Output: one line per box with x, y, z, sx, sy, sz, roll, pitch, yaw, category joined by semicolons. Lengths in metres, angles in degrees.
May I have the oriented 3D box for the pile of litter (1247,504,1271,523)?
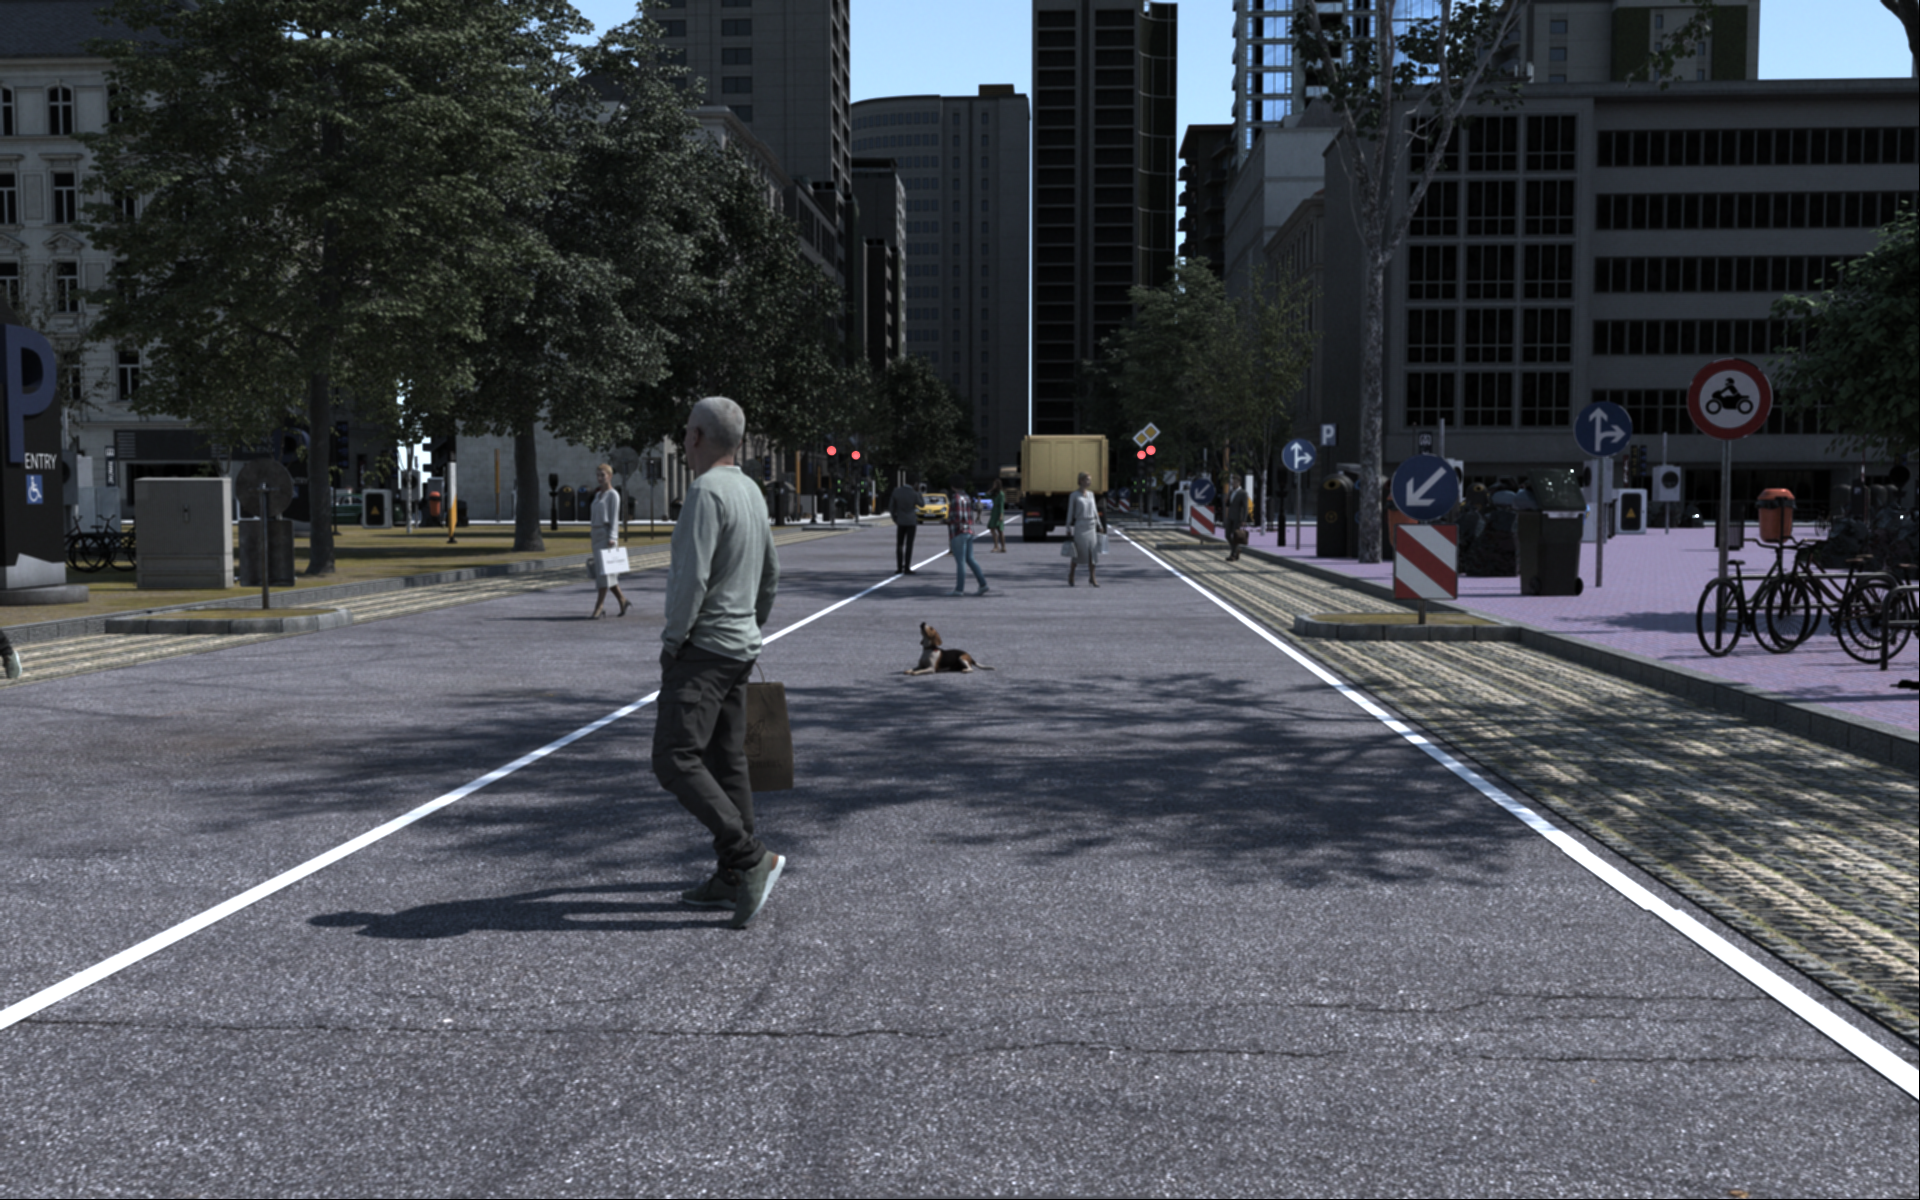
13.133;-3.891;77.578;1.719;0.858;1.176;1;4;13;pile of litter

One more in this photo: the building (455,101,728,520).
-19.186;-14.583;93.178;10.420;20.320;16.860;0;4;3;building

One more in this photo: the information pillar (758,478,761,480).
-9.072;-4.450;77.256;0.304;2.012;0.304;-1;4;-23;information pillar

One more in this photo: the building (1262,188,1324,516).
26.025;-16.712;109.398;11.583;22.565;21.152;0;4;3;building

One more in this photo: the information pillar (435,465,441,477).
-41.543;-8.961;137.859;0.504;3.616;0.183;-3;4;-39;information pillar

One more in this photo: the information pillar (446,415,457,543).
-13.250;-3.289;45.136;0.183;3.616;0.504;0;3;0;information pillar

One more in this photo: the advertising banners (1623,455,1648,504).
29.726;-4.900;76.302;0.090;3.025;2.074;-1;4;-8;advertising banners

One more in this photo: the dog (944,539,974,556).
-0.011;-1.231;40.325;0.748;0.427;0.550;0;4;0;dog

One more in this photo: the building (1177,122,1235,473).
36.786;-33.498;202.321;22.147;44.769;28.867;0;4;3;building

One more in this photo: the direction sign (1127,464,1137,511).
13.101;-8.551;131.813;0.876;3.537;0.379;-1;4;-19;direction sign

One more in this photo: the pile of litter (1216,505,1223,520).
13.306;-4.481;87.229;1.719;0.858;1.176;0;4;6;pile of litter

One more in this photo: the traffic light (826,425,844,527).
-4.995;-4.847;68.176;0.839;4.253;0.868;0;4;3;traffic light

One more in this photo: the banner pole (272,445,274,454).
-30.521;-5.377;77.935;0.863;3.779;0.401;-1;4;-9;banner pole

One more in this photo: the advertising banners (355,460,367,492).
-31.366;-5.698;89.344;0.090;3.025;2.074;2;4;27;advertising banners

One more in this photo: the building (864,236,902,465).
-14.090;-25.855;194.433;14.160;30.474;14.107;0;4;3;building

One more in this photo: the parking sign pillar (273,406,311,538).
-19.531;-3.824;50.987;1.447;3.967;1.447;1;4;13;parking sign pillar

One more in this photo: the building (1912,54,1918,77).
59.516;-16.329;84.993;19.932;24.808;12.078;0;4;3;building

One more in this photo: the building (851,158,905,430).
-13.925;-32.358;212.645;14.086;41.232;14.154;0;4;3;building

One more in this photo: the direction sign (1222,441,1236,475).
11.575;-5.049;74.547;0.379;3.537;0.876;-2;4;-30;direction sign

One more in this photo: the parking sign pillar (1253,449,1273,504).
17.728;-6.937;101.898;1.447;3.967;1.447;-2;4;-25;parking sign pillar

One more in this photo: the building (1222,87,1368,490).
27.302;-21.840;134.579;11.434;29.767;29.804;0;4;3;building

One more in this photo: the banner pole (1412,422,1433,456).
16.101;-4.317;60.594;0.863;3.779;0.401;1;4;11;banner pole

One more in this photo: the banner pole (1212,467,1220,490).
20.379;-9.082;138.511;0.863;3.779;0.401;-1;4;-14;banner pole

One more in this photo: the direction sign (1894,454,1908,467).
41.330;-5.147;76.154;0.379;3.537;0.876;0;4;-5;direction sign

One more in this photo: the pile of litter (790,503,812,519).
-8.217;-4.679;90.461;1.176;0.858;1.719;3;4;38;pile of litter

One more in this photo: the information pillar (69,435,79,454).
-35.316;-4.757;69.126;0.504;3.616;0.183;1;4;20;information pillar

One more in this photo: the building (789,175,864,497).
-17.028;-23.730;159.693;14.160;30.474;14.107;0;4;3;building

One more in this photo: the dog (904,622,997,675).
-0.071;0.384;13.921;0.748;0.427;0.550;0;4;2;dog

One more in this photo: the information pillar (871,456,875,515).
-5.315;-7.039;106.444;0.183;3.616;0.504;0;4;7;information pillar

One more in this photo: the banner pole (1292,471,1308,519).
17.490;-6.066;89.195;0.863;3.779;0.401;1;4;21;banner pole

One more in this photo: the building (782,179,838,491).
-18.168;-21.016;137.118;14.314;27.812;24.014;0;4;3;building

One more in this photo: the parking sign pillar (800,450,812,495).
-9.512;-7.216;106.452;1.447;3.967;1.447;-2;4;-28;parking sign pillar

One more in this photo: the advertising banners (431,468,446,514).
-37.805;-7.931;125.863;0.090;3.025;2.074;1;4;17;advertising banners

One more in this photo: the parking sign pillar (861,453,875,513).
-6.086;-7.667;113.834;1.447;3.967;1.447;1;4;21;parking sign pillar

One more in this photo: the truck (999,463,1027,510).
4.814;-10.334;157.870;2.839;4.237;11.283;0;4;3;truck

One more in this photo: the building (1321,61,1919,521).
34.692;-16.487;88.624;30.058;24.678;14.314;0;4;3;building

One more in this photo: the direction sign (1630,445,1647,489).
31.438;-5.403;80.330;0.876;3.537;0.379;-1;4;-19;direction sign

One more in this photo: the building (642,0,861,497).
-19.643;-45.132;176.161;20.563;71.187;20.611;0;4;3;building

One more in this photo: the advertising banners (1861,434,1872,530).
20.413;-2.621;39.036;0.090;3.025;2.074;2;4;32;advertising banners

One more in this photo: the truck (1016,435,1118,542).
3.404;-3.648;55.576;3.469;3.379;9.791;0;4;4;truck

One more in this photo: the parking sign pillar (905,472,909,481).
-4.409;-9.616;145.700;1.447;3.967;1.447;1;4;12;parking sign pillar

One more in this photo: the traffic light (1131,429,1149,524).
7.867;-5.291;75.431;0.839;4.253;0.868;0;4;3;traffic light

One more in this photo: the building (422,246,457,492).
-57.658;-34.569;215.315;14.200;45.320;14.600;0;4;3;building

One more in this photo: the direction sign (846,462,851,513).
-7.602;-7.712;118.095;0.379;3.537;0.876;1;4;10;direction sign

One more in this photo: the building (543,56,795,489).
-19.399;-19.939;113.386;14.401;28.519;23.554;0;4;3;building

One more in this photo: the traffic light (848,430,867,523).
-4.523;-5.335;76.147;0.839;4.253;0.868;0;4;3;traffic light

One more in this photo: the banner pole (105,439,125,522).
-38.644;-5.451;79.141;0.401;3.779;0.863;2;4;32;banner pole

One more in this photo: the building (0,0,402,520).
-54.617;-19.407;93.720;44.131;29.872;17.030;0;4;3;building

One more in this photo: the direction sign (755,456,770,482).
-11.761;-6.808;103.311;0.876;3.537;0.379;-1;4;-21;direction sign

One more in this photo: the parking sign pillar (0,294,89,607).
-11.083;-1.948;20.320;1.447;3.967;1.447;0;4;1;parking sign pillar

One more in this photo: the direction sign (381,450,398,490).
-29.461;-5.963;89.498;0.876;3.537;0.379;0;4;3;direction sign

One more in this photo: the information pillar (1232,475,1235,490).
10.641;-3.869;67.757;0.304;2.012;0.304;-1;4;-10;information pillar

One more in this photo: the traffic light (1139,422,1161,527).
7.395;-4.804;67.460;0.839;4.253;0.868;0;4;3;traffic light

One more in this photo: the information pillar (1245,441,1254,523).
12.691;-5.176;75.976;0.504;3.616;0.183;-3;5;-43;information pillar

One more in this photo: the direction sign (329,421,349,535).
-19.401;-3.774;53.704;0.876;3.537;0.379;-1;4;-12;direction sign
